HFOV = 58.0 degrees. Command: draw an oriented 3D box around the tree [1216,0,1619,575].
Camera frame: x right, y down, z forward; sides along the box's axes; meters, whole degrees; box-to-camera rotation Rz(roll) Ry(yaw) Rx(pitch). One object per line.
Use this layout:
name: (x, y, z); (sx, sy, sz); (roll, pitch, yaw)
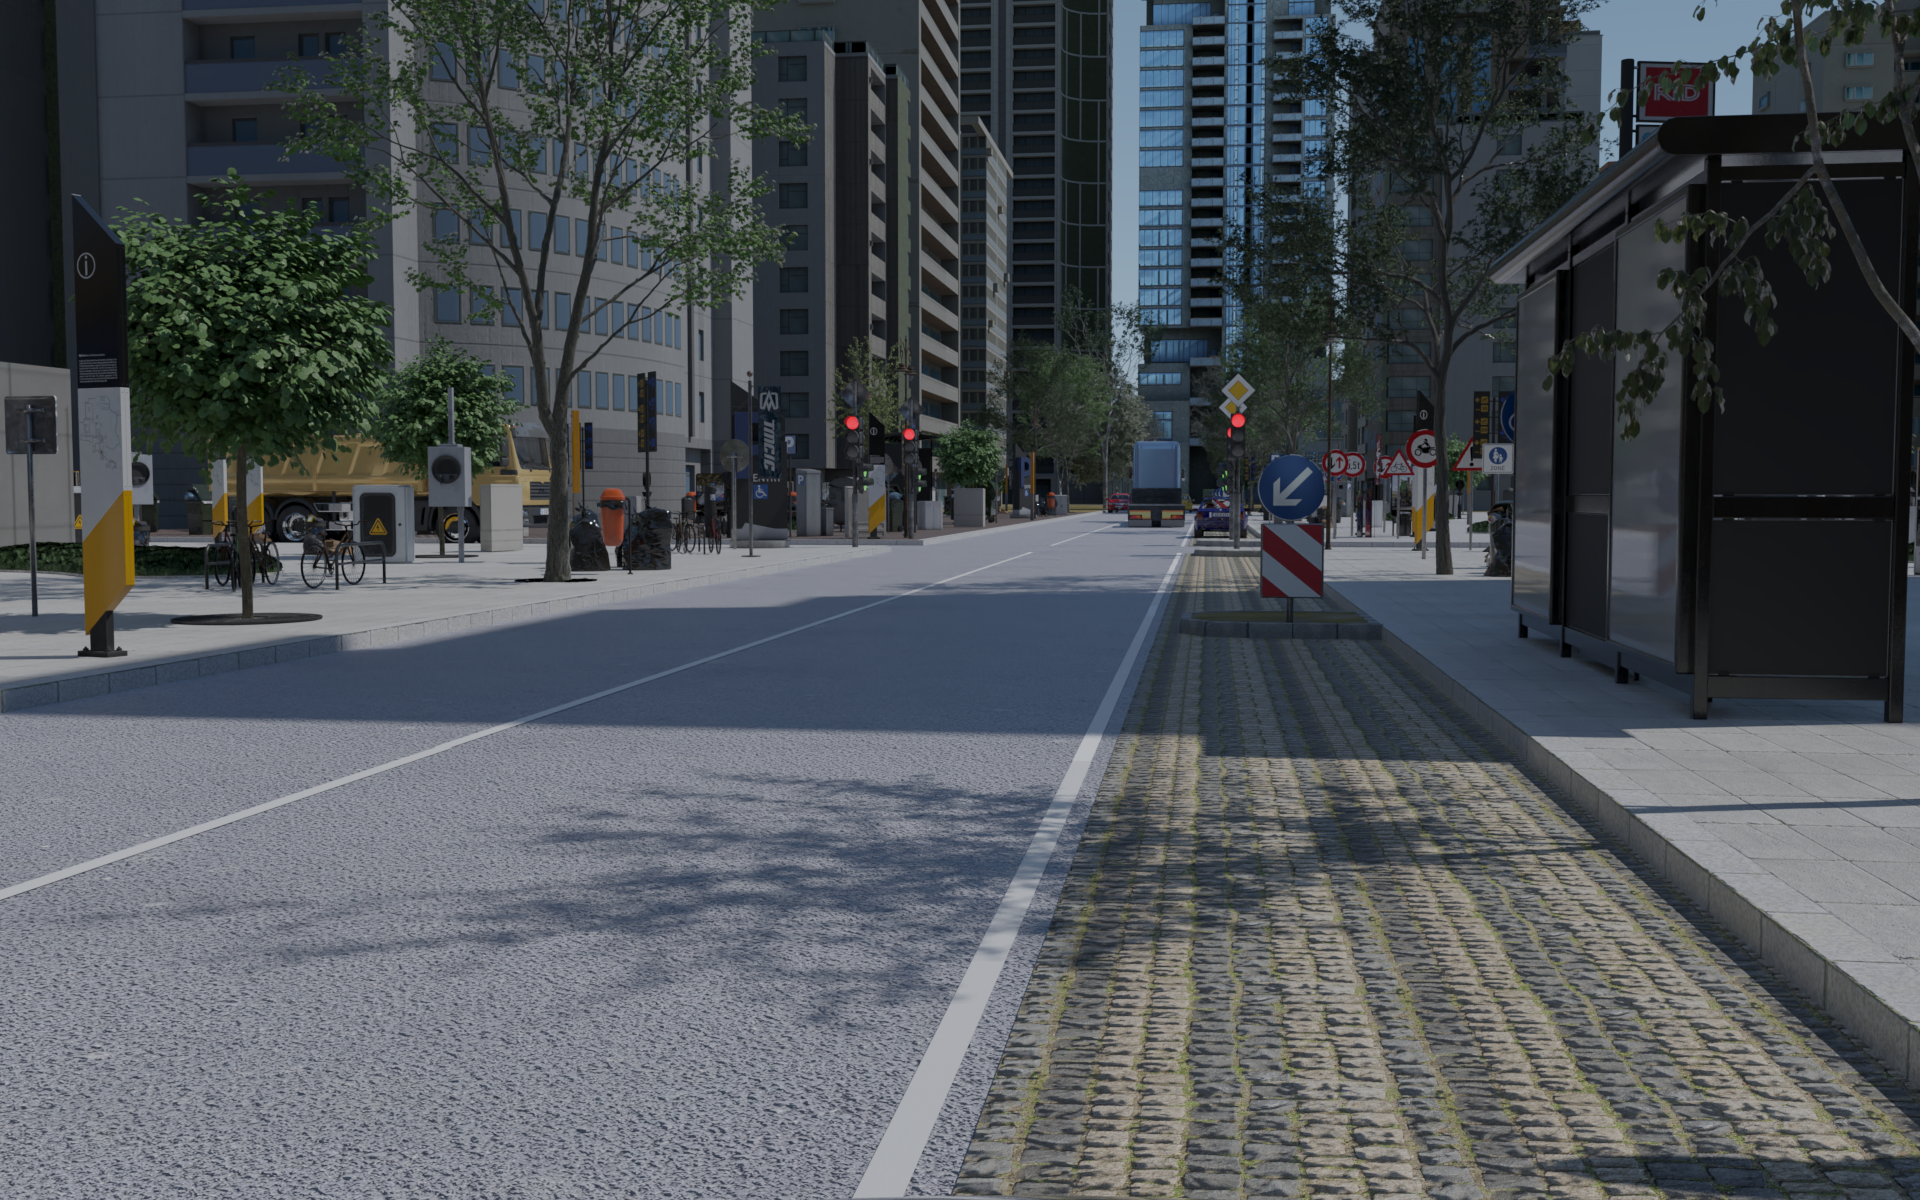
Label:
tree: (7.378, -5.680, 27.280); (7.601, 10.594, 8.767); (0, 4, -3)

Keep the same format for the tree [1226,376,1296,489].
tree: (16.826, -8.800, 94.243); (4.360, 8.622, 3.978); (0, 3, 0)

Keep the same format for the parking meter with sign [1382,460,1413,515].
parking meter with sign: (22.214, -5.625, 88.222); (1.738, 3.016, 0.543); (-2, 4, -29)

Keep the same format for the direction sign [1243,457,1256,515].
direction sign: (17.619, -6.936, 105.399); (0.876, 3.537, 0.379); (3, 5, 44)

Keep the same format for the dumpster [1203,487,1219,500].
dumpster: (28.700, -11.789, 197.698); (1.985, 2.255, 1.502); (1, 4, 9)

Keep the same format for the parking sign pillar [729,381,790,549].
parking sign pillar: (-4.790, -3.231, 41.303); (1.447, 3.967, 1.447); (-1, 4, -14)

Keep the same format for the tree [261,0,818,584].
tree: (-5.869, -6.058, 24.805); (9.928, 11.665, 9.643); (0, 3, 0)

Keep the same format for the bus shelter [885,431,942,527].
bus shelter: (-2.029, -4.636, 67.088); (1.731, 3.624, 6.357); (0, 4, 8)

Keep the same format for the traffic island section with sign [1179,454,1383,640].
traffic island section with sign: (3.292, -0.571, 17.967); (1.989, 1.847, 2.006); (0, 4, 8)

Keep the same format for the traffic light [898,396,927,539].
traffic light: (-1.385, -3.711, 49.593); (0.839, 4.253, 0.868); (0, 4, 8)

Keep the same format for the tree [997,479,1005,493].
tree: (2.485, -7.776, 121.746); (1.663, 3.219, 1.824); (0, 3, 0)

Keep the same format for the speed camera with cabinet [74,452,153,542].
speed camera with cabinet: (-18.763, -2.658, 37.802); (0.660, 3.252, 2.038); (3, 5, 41)

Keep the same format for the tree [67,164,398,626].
tree: (-7.243, -2.070, 17.551); (4.285, 4.588, 4.351); (0, 3, 0)

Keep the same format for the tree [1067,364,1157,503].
tree: (14.231, -16.032, 168.771); (9.857, 13.997, 8.962); (0, 3, 0)

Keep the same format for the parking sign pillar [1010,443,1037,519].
parking sign pillar: (3.341, -6.297, 91.429); (1.447, 3.967, 1.447); (3, 4, 36)

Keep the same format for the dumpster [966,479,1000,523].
dumpster: (0.950, -4.576, 77.312); (1.502, 2.255, 1.985); (1, 4, 8)

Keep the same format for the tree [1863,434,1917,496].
tree: (15.399, -2.131, 29.438); (1.663, 3.219, 1.824); (0, 3, 0)

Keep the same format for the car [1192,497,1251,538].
car: (8.652, -2.736, 57.309); (1.945, 1.354, 3.894); (1, 4, 10)

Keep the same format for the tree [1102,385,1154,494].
tree: (19.041, -17.413, 195.077); (12.009, 13.543, 11.850); (0, 3, 0)

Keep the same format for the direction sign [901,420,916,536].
direction sign: (-1.594, -3.764, 53.533); (0.379, 3.537, 0.876); (2, 4, 27)

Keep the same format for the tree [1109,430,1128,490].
tree: (16.094, -13.949, 178.430); (4.360, 8.622, 3.978); (0, 3, 0)

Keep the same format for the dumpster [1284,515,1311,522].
dumpster: (15.240, -4.413, 77.917); (1.264, 1.857, 1.865); (1, 4, 8)

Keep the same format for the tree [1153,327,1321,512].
tree: (21.175, -13.168, 125.663); (12.009, 13.543, 11.850); (0, 3, 0)

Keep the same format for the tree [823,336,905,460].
tree: (-4.033, -7.924, 79.919); (4.737, 8.622, 4.395); (0, 3, 0)

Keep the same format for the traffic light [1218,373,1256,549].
traffic light: (6.460, -3.150, 40.429); (0.839, 4.253, 0.868); (0, 4, 8)

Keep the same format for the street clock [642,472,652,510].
street clock: (-10.336, -3.218, 57.188); (0.358, 2.002, 0.471); (0, 4, -3)

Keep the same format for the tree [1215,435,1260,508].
tree: (22.990, -11.680, 141.335); (4.737, 8.622, 4.395); (0, 3, 0)

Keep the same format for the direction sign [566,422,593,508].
direction sign: (-11.925, -3.843, 54.822); (0.876, 3.537, 0.379); (2, 4, 35)

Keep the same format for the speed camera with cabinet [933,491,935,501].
speed camera with cabinet: (-1.877, -5.468, 83.745); (0.660, 3.252, 2.038); (2, 4, 24)

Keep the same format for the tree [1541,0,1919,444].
tree: (4.150, -3.477, 7.208); (4.360, 8.622, 3.978); (0, 3, 0)

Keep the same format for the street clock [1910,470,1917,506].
street clock: (29.135, -2.949, 52.794); (0.358, 2.002, 0.471); (0, 4, 4)

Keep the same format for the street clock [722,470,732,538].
street clock: (-6.693, -2.813, 50.558); (0.471, 2.002, 0.358); (-3, 5, -41)

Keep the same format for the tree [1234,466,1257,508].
tree: (26.109, -10.886, 161.707); (4.285, 4.588, 4.351); (0, 3, 0)

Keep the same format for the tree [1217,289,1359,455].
tree: (16.434, -9.827, 86.420); (9.928, 11.665, 9.643); (0, 3, 0)

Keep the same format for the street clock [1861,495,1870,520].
street clock: (29.197, -3.137, 55.864); (0.358, 2.002, 0.471); (0, 4, 0)

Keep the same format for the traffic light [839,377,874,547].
traffic light: (-2.513, -3.227, 41.688); (0.839, 4.253, 0.868); (0, 4, 8)

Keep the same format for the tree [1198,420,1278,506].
tree: (30.431, -16.451, 185.980); (9.611, 12.733, 9.660); (0, 3, 0)

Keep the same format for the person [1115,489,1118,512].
person: (12.259, -7.778, 135.654); (0.705, 1.826, 1.348); (1, 4, 11)

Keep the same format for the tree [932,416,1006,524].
tree: (0.302, -5.491, 73.488); (4.285, 4.588, 4.351); (0, 3, 0)

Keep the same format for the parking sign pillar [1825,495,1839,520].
parking sign pillar: (32.568, -4.717, 65.601); (1.447, 3.967, 1.447); (3, 5, 44)

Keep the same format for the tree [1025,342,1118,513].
tree: (7.269, -11.844, 119.411); (9.928, 11.665, 9.643); (0, 3, 0)

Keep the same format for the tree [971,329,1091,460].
tree: (3.870, -10.051, 98.754); (7.601, 10.594, 8.767); (-3, 4, -36)

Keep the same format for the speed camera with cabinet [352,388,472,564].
speed camera with cabinet: (-10.135, -2.306, 32.031); (2.038, 3.252, 0.660); (0, 4, -4)

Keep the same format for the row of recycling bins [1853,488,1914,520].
row of recycling bins: (40.582, -4.219, 76.090); (1.069, 1.692, 3.534); (0, 4, -5)

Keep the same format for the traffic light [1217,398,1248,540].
traffic light: (7.588, -3.634, 48.334); (0.839, 4.253, 0.868); (0, 4, 8)

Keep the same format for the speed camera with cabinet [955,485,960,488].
speed camera with cabinet: (0.659, -7.691, 120.080); (2.038, 3.252, 0.660); (1, 4, 21)

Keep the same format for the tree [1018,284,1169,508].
tree: (12.079, -18.386, 156.504); (12.611, 20.169, 13.585); (0, 3, 0)

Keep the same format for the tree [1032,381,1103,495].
tree: (6.372, -9.680, 108.626); (4.360, 8.622, 3.978); (0, 3, 0)

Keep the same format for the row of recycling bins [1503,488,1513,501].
row of recycling bins: (37.765, -6.670, 116.174); (3.534, 1.692, 1.069); (-2, 4, -35)

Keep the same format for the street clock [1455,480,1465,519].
street clock: (25.567, -5.142, 88.636); (0.471, 2.002, 0.358); (1, 4, 10)

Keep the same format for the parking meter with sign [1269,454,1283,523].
parking meter with sign: (13.716, -4.809, 74.893); (0.543, 3.016, 1.738); (0, 4, 5)

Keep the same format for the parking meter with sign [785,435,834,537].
parking meter with sign: (-4.550, -3.426, 52.280); (0.543, 3.016, 1.738); (3, 4, 38)

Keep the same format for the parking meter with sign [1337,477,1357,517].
parking meter with sign: (21.250, -6.085, 95.752); (0.543, 3.016, 1.738); (-3, 5, -39)

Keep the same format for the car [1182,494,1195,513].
car: (17.128, -7.574, 134.060); (2.015, 1.641, 3.980); (1, 4, 9)

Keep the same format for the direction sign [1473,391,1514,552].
direction sign: (11.737, -2.823, 38.152); (0.876, 3.537, 0.379); (0, 4, 6)

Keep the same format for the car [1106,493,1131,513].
car: (12.281, -7.557, 132.593); (2.155, 1.783, 4.494); (1, 4, 9)

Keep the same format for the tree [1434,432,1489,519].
tree: (25.870, -6.536, 90.576); (4.285, 4.588, 4.351); (0, 3, 0)

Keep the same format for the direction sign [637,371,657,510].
direction sign: (-5.829, -2.466, 32.310); (0.379, 3.537, 0.876); (-2, 4, -32)

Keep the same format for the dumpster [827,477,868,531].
dumpster: (-3.773, -3.254, 58.965); (1.264, 1.857, 1.865); (0, 4, 8)

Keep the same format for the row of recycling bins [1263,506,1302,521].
row of recycling bins: (15.511, -4.650, 83.145); (1.069, 1.692, 3.534); (-1, 4, -10)
